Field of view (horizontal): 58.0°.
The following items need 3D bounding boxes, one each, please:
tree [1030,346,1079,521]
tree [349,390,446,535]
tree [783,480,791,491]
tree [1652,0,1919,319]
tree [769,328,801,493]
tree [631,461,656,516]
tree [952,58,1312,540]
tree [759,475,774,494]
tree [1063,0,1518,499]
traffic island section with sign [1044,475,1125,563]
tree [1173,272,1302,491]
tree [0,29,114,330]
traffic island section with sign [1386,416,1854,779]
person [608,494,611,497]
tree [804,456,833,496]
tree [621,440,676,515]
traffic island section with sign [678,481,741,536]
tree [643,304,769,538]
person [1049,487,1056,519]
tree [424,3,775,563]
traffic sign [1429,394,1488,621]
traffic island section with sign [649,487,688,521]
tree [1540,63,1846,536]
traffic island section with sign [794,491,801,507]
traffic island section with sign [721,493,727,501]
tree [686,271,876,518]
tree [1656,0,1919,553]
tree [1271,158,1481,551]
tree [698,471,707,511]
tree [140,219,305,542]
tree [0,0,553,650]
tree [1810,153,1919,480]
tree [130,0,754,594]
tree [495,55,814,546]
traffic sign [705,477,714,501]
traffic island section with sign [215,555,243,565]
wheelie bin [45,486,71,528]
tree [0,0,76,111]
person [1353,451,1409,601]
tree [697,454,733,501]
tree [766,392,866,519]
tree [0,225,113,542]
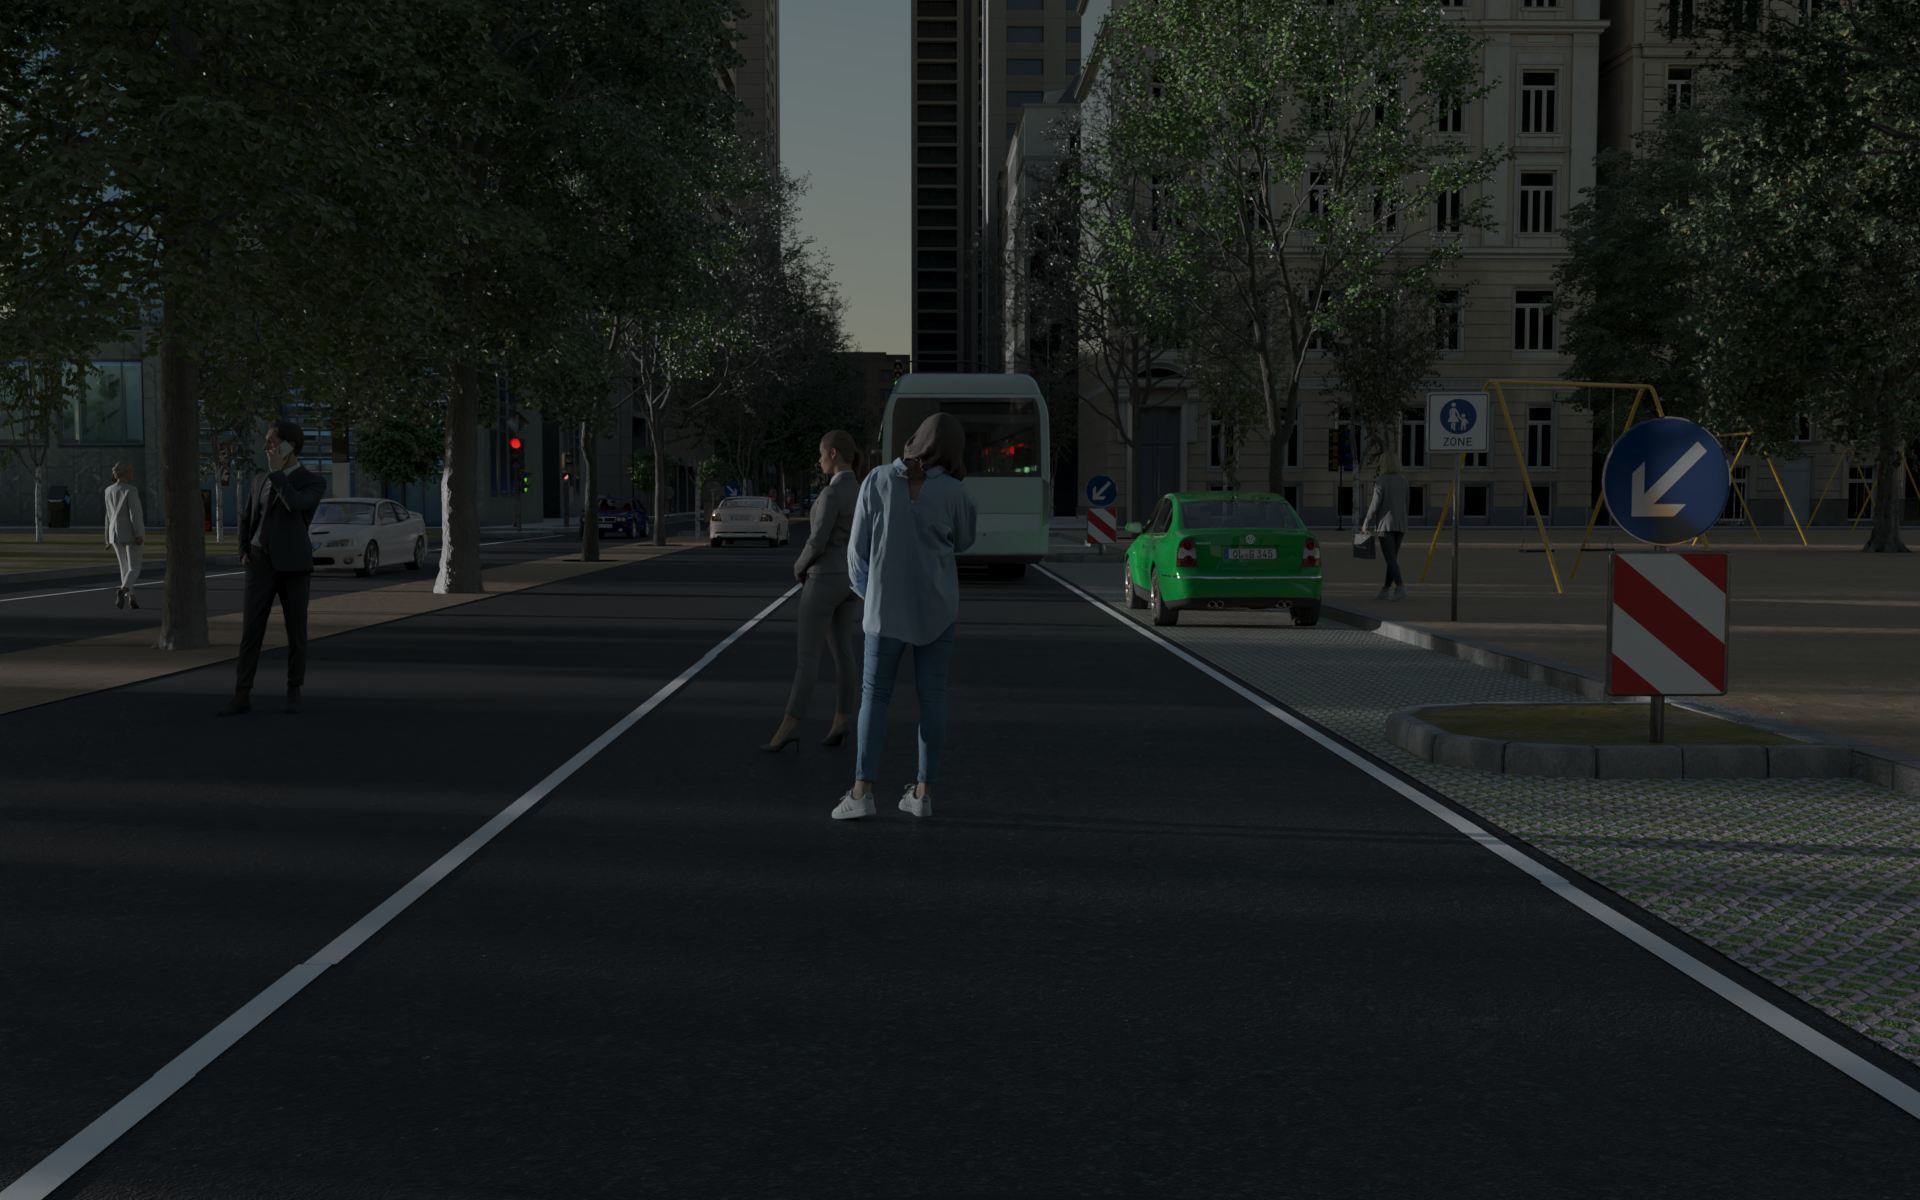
[{"bbox_3d":[4.490,-8.172,83.975,4.360,8.622,3.978,0,3,0],"label":"tree"},{"bbox_3d":[-17.402,-4.311,54.193,4.285,4.588,4.351,0,3,0],"label":"tree"},{"bbox_3d":[-20.422,-12.711,202.422,1.663,3.219,1.824,0,3,0],"label":"tree"},{"bbox_3d":[11.164,-5.036,16.744,8.767,10.594,7.601,2,4,24],"label":"tree"},{"bbox_3d":[-8.443,-7.017,67.543,4.360,8.622,3.978,0,3,0],"label":"tree"},{"bbox_3d":[-18.189,-6.451,100.076,1.663,3.219,1.824,0,3,0],"label":"tree"},{"bbox_3d":[4.912,-8.471,48.868,12.009,13.543,11.850,0,3,0],"label":"tree"},{"bbox_3d":[-19.779,-11.123,176.456,1.663,3.219,1.824,0,3,0],"label":"tree"},{"bbox_3d":[5.666,-6.391,30.256,9.928,11.665,9.643,0,3,0],"label":"tree"},{"bbox_3d":[2.812,-1.719,36.729,1.989,1.847,2.006,0,4,-1],"label":"traffic island section with sign"},{"bbox_3d":[8.959,-6.512,56.834,4.737,8.622,4.395,0,3,0],"label":"tree"},{"bbox_3d":[-17.056,-6.188,26.937,9.928,11.665,9.643,0,3,0],"label":"tree"},{"bbox_3d":[3.478,-0.060,9.608,1.989,1.847,2.006,0,4,-1],"label":"traffic island section with sign"},{"bbox_3d":[-18.147,-4.864,89.820,0.306,1.304,0.590,-2,4,-33],"label":"person"},{"bbox_3d":[-10.060,-10.473,124.057,4.360,8.622,3.978,0,3,0],"label":"tree"},{"bbox_3d":[-18.990,-7.465,105.765,4.285,4.588,4.351,0,3,0],"label":"tree"},{"bbox_3d":[-8.511,-3.121,59.170,2.006,1.907,1.989,0,4,-1],"label":"traffic island section with sign"},{"bbox_3d":[-8.433,-6.282,55.533,4.360,8.622,3.978,0,3,0],"label":"tree"},{"bbox_3d":[4.577,-5.192,90.903,0.822,1.834,0.622,3,4,36],"label":"person"},{"bbox_3d":[-7.691,-6.601,36.136,9.928,11.665,9.643,0,3,0],"label":"tree"},{"bbox_3d":[4.997,-0.937,17.451,0.606,2.300,0.079,0,4,6],"label":"traffic sign"},{"bbox_3d":[-15.476,-5.083,91.740,1.989,1.847,2.006,0,4,-1],"label":"traffic island section with sign"},{"bbox_3d":[22.684,-8.951,53.005,9.857,13.997,8.962,0,3,0],"label":"tree"},{"bbox_3d":[-18.057,-11.471,196.184,1.989,1.847,2.006,0,4,-1],"label":"traffic island section with sign"},{"bbox_3d":[-16.153,-6.767,119.266,1.989,1.847,2.006,0,4,-1],"label":"traffic island section with sign"},{"bbox_3d":[-9.114,-10.260,87.223,9.611,12.733,9.660,0,3,0],"label":"tree"},{"bbox_3d":[20.396,-7.396,37.928,9.611,12.733,9.660,0,3,0],"label":"tree"},{"bbox_3d":[9.098,-5.394,38.556,4.360,8.622,3.978,0,3,0],"label":"tree"},{"bbox_3d":[-19.794,-8.413,132.147,1.663,3.219,1.824,0,3,0],"label":"tree"},{"bbox_3d":[-19.543,-5.852,46.038,4.360,8.622,3.978,0,3,0],"label":"tree"},{"bbox_3d":[-7.285,-5.839,16.058,7.486,12.596,7.792,0,3,0],"label":"tree"},{"bbox_3d":[16.851,-4.802,28.872,4.360,8.622,3.978,0,3,0],"label":"tree"},{"bbox_3d":[-7.268,-7.074,24.773,9.857,13.997,8.962,0,3,0],"label":"tree"},{"bbox_3d":[-8.230,-8.213,47.117,12.009,13.543,11.850,0,3,0],"label":"tree"},{"bbox_3d":[-18.355,-7.768,127.109,0.768,2.556,0.104,0,3,0],"label":"traffic sign"},{"bbox_3d":[-14.092,-1.671,35.950,1.989,1.847,2.006,0,4,-1],"label":"traffic island section with sign"},{"bbox_3d":[-34.051,-3.518,65.431,0.980,1.594,0.693,0,4,-2],"label":"wheelie bin"},{"bbox_3d":[-7.696,-4.380,8.477,8.767,10.594,7.601,0,4,-1],"label":"tree"},{"bbox_3d":[5.114,-0.891,20.799,0.709,1.800,0.728,-1,4,-23],"label":"person"},{"bbox_3d":[-19.664,-9.471,138.570,4.285,4.588,4.351,0,3,0],"label":"tree"},{"bbox_3d":[-9.754,-9.824,97.490,8.767,10.594,7.601,0,4,-1],"label":"tree"},{"bbox_3d":[-24.908,-5.886,46.595,4.737,8.622,4.395,0,3,0],"label":"tree"}]
